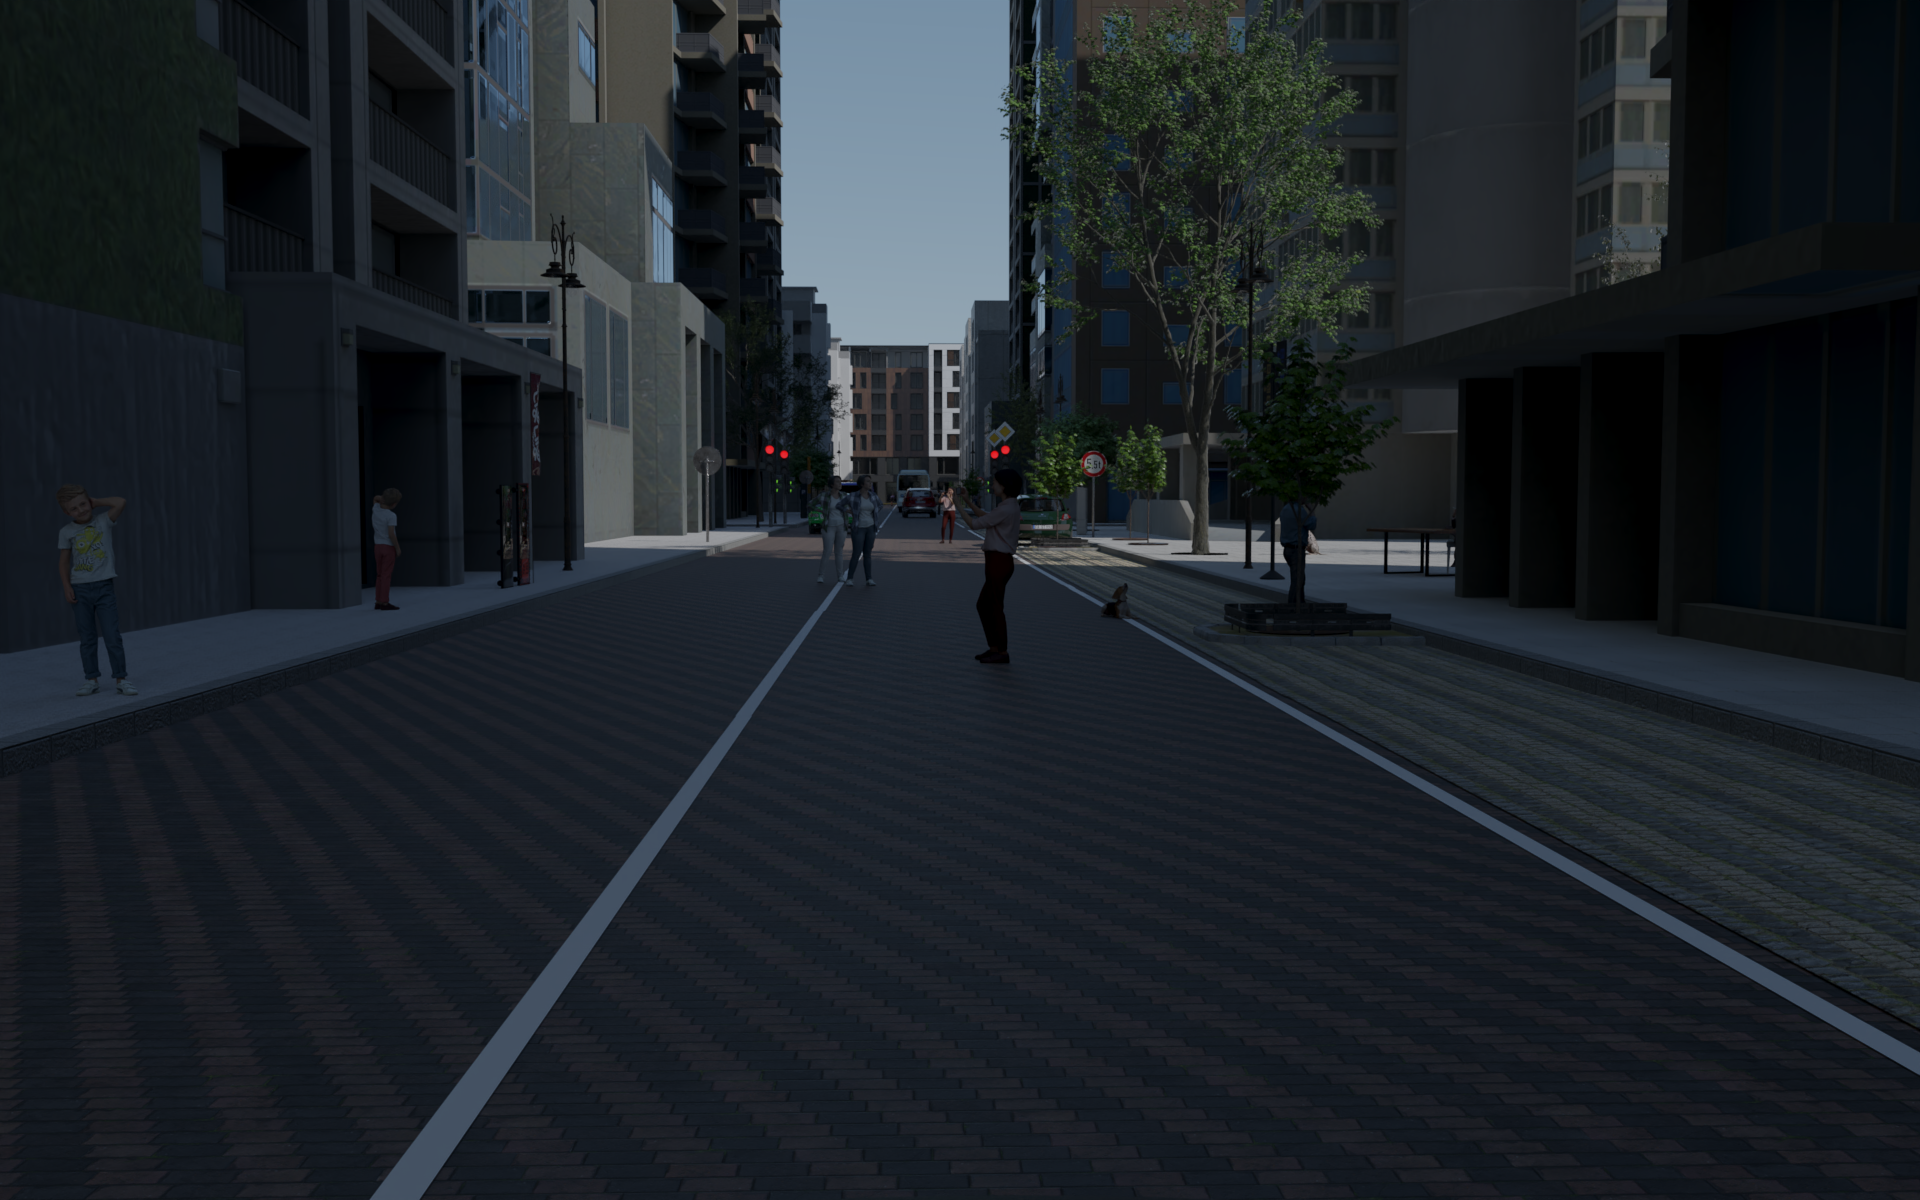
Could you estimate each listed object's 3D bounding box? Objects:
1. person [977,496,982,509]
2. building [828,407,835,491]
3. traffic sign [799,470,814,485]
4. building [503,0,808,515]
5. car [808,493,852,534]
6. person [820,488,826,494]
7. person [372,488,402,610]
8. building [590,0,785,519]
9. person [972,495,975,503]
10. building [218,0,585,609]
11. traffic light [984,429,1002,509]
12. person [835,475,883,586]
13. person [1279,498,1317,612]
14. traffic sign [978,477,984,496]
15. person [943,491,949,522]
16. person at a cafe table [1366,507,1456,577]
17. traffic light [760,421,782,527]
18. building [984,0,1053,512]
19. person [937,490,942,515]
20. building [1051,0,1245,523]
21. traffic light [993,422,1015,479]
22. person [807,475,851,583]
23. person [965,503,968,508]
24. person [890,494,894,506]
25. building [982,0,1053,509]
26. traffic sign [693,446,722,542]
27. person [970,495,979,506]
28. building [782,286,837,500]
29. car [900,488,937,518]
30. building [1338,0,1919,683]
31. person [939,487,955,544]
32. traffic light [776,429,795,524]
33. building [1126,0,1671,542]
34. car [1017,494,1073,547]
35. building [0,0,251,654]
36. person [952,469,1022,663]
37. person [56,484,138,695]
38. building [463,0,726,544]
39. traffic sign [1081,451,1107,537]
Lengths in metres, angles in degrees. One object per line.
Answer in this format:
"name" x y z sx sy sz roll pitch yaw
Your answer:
"person" 1.168 -5.588 103.770 0.340 1.345 0.435 -2 4 -34
"building" -17.220 -14.282 175.660 9.099 9.664 28.070 0 4 -2
"traffic sign" -8.246 -5.680 92.980 0.768 2.556 0.104 0 4 2
"building" -21.868 -42.339 130.494 20.563 71.187 20.611 0 4 -2
"car" -4.568 -3.355 63.657 1.959 1.807 4.718 0 4 -1
"person" -9.714 -7.127 123.382 0.655 1.722 0.431 0 4 1
"person" -6.356 -0.564 19.175 0.435 1.345 0.340 1 4 20
"building" -21.671 -27.155 98.612 22.147 44.769 28.867 0 4 -2
"person" 1.247 -8.508 145.975 0.655 1.722 0.431 -2 4 -35
"building" -17.439 -36.014 27.077 20.563 71.187 20.611 0 4 -2
"traffic light" 1.463 -5.262 74.951 0.839 4.253 0.868 0 4 -2
"person" -1.526 -1.094 27.104 0.841 1.734 0.376 -2 4 -27
"person" 3.828 -0.546 19.638 0.429 1.552 0.499 1 4 14
"traffic sign" 1.466 -7.878 128.916 0.768 2.556 0.104 0 4 -1
"person" -0.714 -4.776 88.647 0.319 1.574 0.516 -1 4 -12
"person at a cafe table" 7.702 -1.023 27.582 1.726 1.238 1.698 -2 4 -23
"traffic light" -7.277 -4.755 66.667 0.839 4.253 0.868 0 4 -2
"building" 13.489 -48.928 112.643 22.319 86.520 31.000 0 4 -2
"person" -1.339 -6.766 119.930 0.445 1.727 0.742 -2 4 -31
"building" 11.888 -26.369 81.239 14.200 45.320 14.600 0 4 -2
"traffic light" 1.719 -4.774 66.970 0.839 4.253 0.868 0 4 -2
"person" -2.048 -1.152 28.053 0.841 1.734 0.376 -1 4 -20
"person" 0.666 -9.510 164.756 0.599 1.433 0.991 -1 4 -19
"person" -7.930 -11.703 203.073 0.421 1.427 0.697 2 4 29
"building" 12.536 -42.850 138.851 20.563 71.187 20.611 0 4 -2
"traffic sign" -6.741 -2.818 46.179 0.768 2.556 0.104 0 4 2
"person" 1.317 -8.088 140.237 0.963 1.587 0.435 -3 4 -38
"building" -19.562 -18.297 155.568 16.016 20.091 11.380 0 4 -2
"car" -2.520 -5.982 106.486 2.281 1.827 5.304 0 4 -3
"building" 16.221 -21.622 8.148 22.147 44.769 28.867 0 4 -2
"person" -0.343 -2.459 50.158 0.566 1.644 0.517 -3 4 -37
"traffic light" -7.533 -5.243 74.648 0.839 4.253 0.868 0 4 -2
"building" 22.225 -22.138 53.831 32.217 40.220 23.993 0 4 -2
"car" 2.112 -2.338 48.021 2.009 1.686 4.222 0 4 -2
"building" -14.605 -20.010 10.757 14.154 41.232 14.086 0 4 -2
"person" 0.234 -0.290 14.702 0.517 1.644 0.566 -3 4 -36
"person" -5.505 -0.067 11.050 0.435 1.345 0.340 -2 4 -26
"building" -24.046 -45.208 51.824 31.000 86.520 22.319 0 4 -2
"traffic sign" 3.945 -3.125 51.207 0.768 2.556 0.104 0 4 -1
